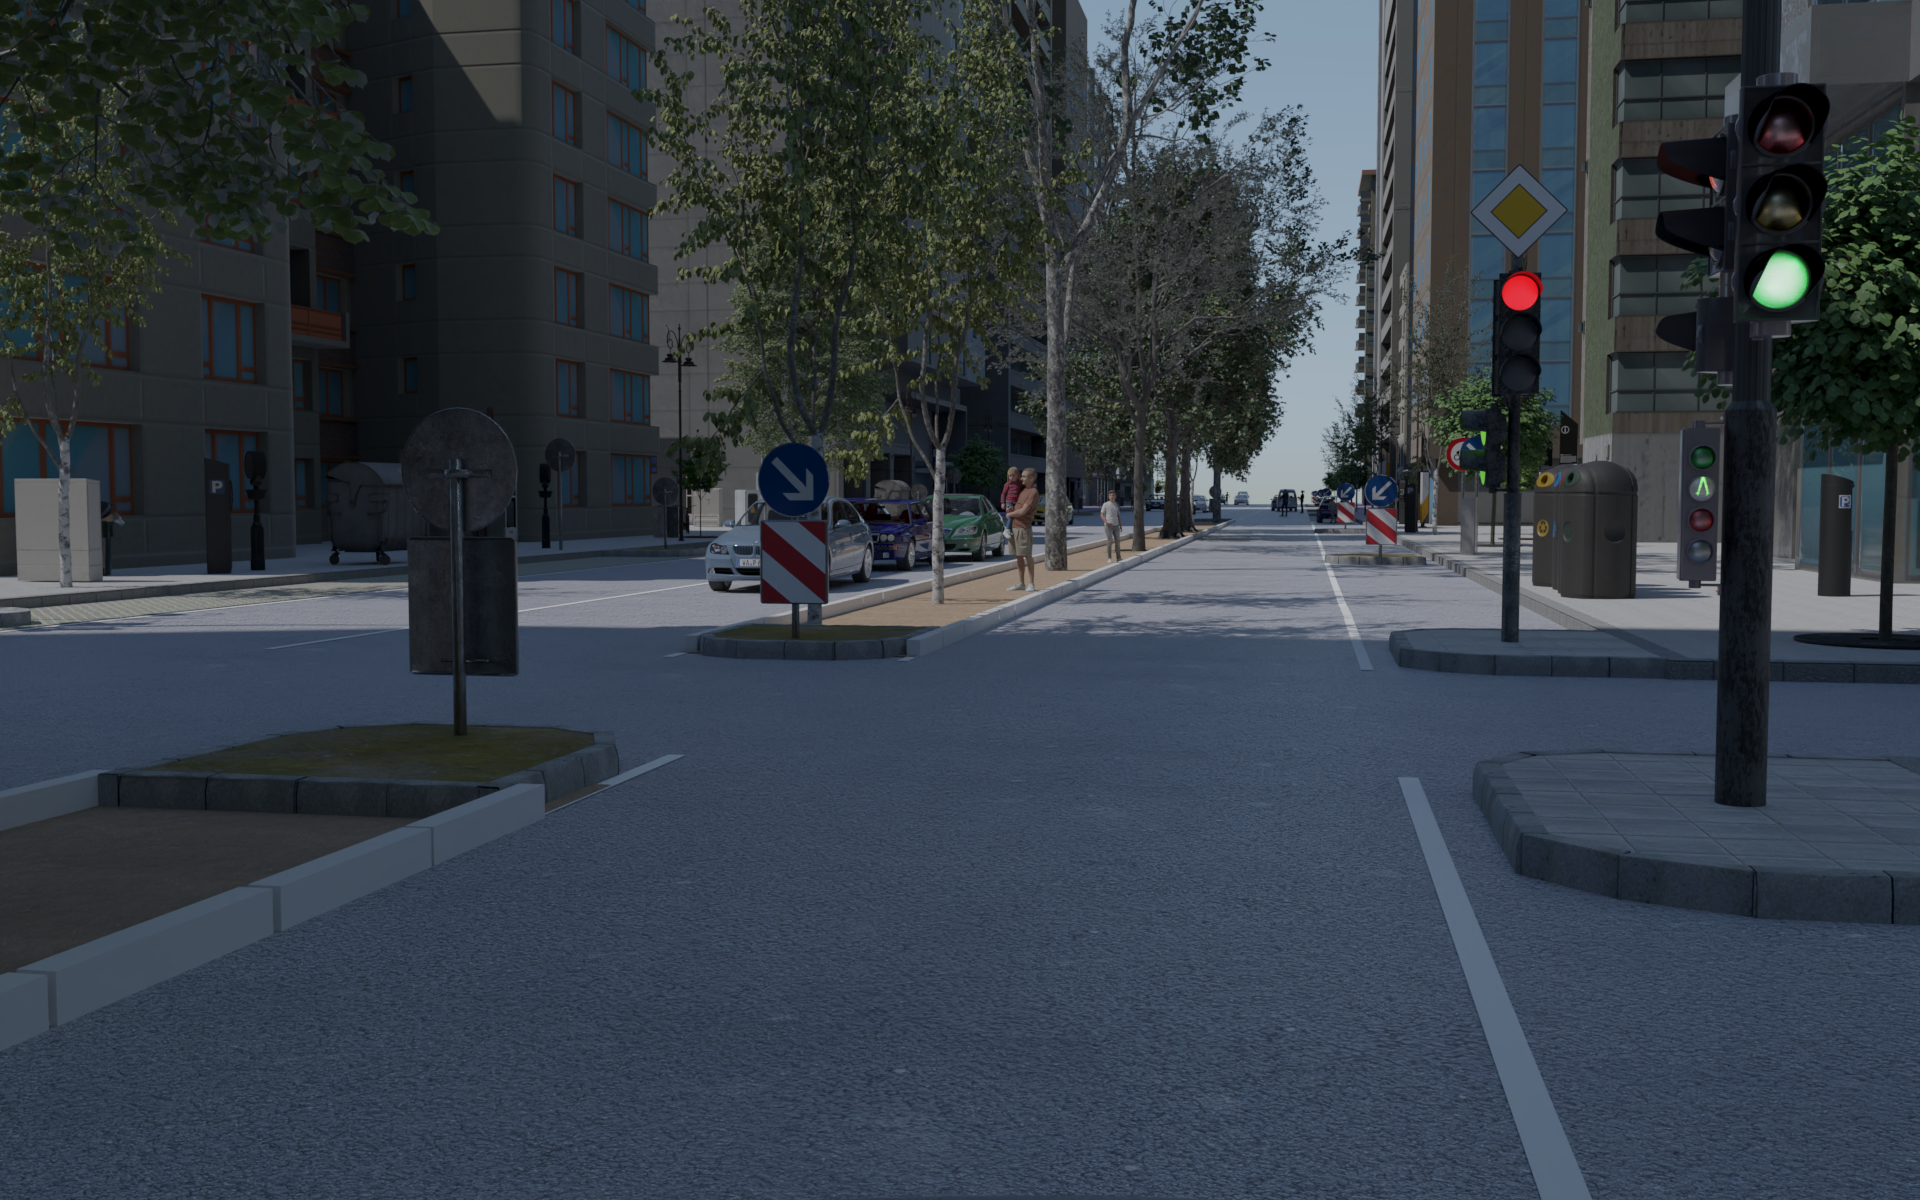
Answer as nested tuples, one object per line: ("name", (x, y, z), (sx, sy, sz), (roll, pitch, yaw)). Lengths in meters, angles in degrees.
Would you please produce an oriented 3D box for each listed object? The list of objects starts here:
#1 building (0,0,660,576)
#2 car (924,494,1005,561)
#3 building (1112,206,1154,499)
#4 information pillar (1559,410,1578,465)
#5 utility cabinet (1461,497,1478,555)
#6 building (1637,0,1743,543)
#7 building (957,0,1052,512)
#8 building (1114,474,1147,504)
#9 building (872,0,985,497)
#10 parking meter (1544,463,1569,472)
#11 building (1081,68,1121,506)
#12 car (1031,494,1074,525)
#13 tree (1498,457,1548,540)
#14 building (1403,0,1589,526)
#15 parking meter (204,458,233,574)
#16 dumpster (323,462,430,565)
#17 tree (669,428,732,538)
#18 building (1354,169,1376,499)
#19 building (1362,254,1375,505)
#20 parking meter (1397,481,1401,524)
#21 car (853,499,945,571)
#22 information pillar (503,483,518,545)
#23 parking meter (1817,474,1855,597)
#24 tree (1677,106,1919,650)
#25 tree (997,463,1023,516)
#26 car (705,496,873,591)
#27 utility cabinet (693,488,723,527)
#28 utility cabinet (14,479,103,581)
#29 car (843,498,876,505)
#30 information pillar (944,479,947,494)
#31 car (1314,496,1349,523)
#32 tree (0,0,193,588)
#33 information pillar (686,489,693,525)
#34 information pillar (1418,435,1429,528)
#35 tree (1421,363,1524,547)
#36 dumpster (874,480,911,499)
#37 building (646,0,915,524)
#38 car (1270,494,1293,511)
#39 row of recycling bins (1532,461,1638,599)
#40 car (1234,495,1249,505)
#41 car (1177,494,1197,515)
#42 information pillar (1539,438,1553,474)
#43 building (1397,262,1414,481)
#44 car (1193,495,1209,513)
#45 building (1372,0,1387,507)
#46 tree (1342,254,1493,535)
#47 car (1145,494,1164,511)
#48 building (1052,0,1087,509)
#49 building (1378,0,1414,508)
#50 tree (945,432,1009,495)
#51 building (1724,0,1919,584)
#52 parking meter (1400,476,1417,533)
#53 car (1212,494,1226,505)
("building", (-25.818, -12.085, 42.636), (27.650, 21.520, 28.899), (1, 4, 11))
("car", (-0.125, -1.634, 38.515), (2.131, 1.459, 4.920), (1, 4, 10))
("building", (19.408, -34.026, 239.912), (14.154, 41.232, 14.086), (1, 4, 11))
("information pillar", (16.833, -3.463, 47.976), (0.504, 3.616, 0.183), (2, 4, 27))
("utility cabinet", (10.877, -1.581, 37.014), (0.306, 1.237, 1.020), (1, 4, 19))
("building", (25.420, -17.041, 50.326), (14.160, 30.474, 14.107), (1, 4, 11))
("building", (-5.027, -31.136, 132.767), (21.300, 48.544, 21.600), (1, 4, 11))
("building", (7.360, -32.442, 222.304), (32.217, 40.220, 23.993), (1, 4, 11))
("building", (-13.510, -31.810, 109.333), (28.713, 52.752, 27.495), (1, 4, 11))
("parking meter", (11.178, -1.637, 32.474), (0.399, 1.863, 0.255), (3, 4, 38))
("building", (6.059, -35.167, 194.596), (23.786, 49.044, 30.456), (1, 4, 11))
("car", (4.241, -4.270, 80.044), (2.015, 1.641, 3.980), (1, 4, 10))
("tree", (15.629, -3.290, 48.399), (1.663, 3.219, 1.824), (0, 3, 0))
("building", (26.819, -25.903, 73.621), (14.600, 45.320, 14.200), (1, 4, 11))
("parking meter", (-11.922, -1.356, 27.886), (0.399, 1.863, 0.255), (-1, 4, -17))
("dumpster", (-10.719, -1.600, 31.922), (1.264, 1.857, 1.865), (1, 4, 11))
("tree", (-7.664, -3.440, 50.851), (1.663, 3.219, 1.824), (0, 3, 0))
("building", (63.379, -35.042, 227.566), (22.147, 44.769, 28.867), (1, 4, 11))
("building", (55.600, -26.665, 207.670), (14.160, 30.474, 14.107), (1, 4, 11))
("parking meter", (18.762, -4.138, 73.370), (0.255, 1.863, 0.399), (2, 4, 24))
("car", (-1.469, -1.292, 33.712), (1.945, 1.354, 3.894), (1, 4, 12))
("information pillar", (-11.101, -2.339, 42.734), (0.304, 2.012, 0.304), (-1, 4, -23))
("parking meter", (10.993, -0.815, 21.739), (0.372, 1.533, 0.369), (0, 3, 0))
("tree", (8.022, -1.897, 14.722), (4.285, 4.588, 4.351), (0, 3, 0))
("tree", (2.788, -6.664, 103.552), (1.663, 3.219, 1.824), (0, 3, 0))
("car", (-2.554, -0.916, 26.977), (2.014, 1.417, 4.499), (1, 4, 10))
("utility cabinet", (-9.813, -3.594, 67.446), (1.173, 1.500, 0.318), (2, 4, 24))
("utility cabinet", (-13.146, -1.015, 25.279), (1.173, 1.500, 0.318), (1, 4, 10))
("car", (-2.925, -1.955, 44.548), (1.945, 1.354, 3.894), (1, 4, 11))
("information pillar", (-0.823, -4.732, 81.865), (0.304, 2.012, 0.304), (-3, 4, -37))
("car", (18.760, -4.537, 86.764), (1.945, 1.354, 3.894), (1, 4, 10))
("tree", (-12.415, -4.488, 23.746), (4.737, 8.622, 4.395), (0, 3, 0))
("information pillar", (-11.132, -4.114, 71.753), (0.304, 2.012, 0.304), (1, 4, 22))
("information pillar", (17.759, -4.578, 66.212), (0.183, 3.616, 0.504), (3, 5, 44))
("tree", (13.040, -3.598, 42.534), (4.285, 4.588, 4.351), (0, 3, 0))
("dumpster", (-2.833, -4.064, 72.199), (1.264, 1.857, 1.865), (1, 4, 11))
("building", (-13.148, -39.444, 83.163), (20.563, 71.187, 20.611), (1, 4, 11))
("car", (27.479, -8.305, 147.790), (2.014, 1.417, 4.499), (1, 4, 12))
("row of recycling bins", (8.213, -0.956, 22.751), (1.069, 1.692, 3.534), (1, 4, 11))
("car", (36.802, -13.083, 226.271), (2.083, 1.381, 4.827), (1, 4, 12))
("car", (15.539, -6.782, 120.667), (2.009, 1.686, 4.222), (1, 4, 9))
("information pillar", (22.140, -4.536, 65.526), (0.504, 3.616, 0.183), (0, 4, -6))
("building", (45.735, -16.894, 121.255), (27.650, 21.520, 28.899), (1, 4, 11))
("car", (18.173, -7.411, 133.529), (2.083, 1.381, 4.827), (1, 4, 13))
("building", (55.241, -39.349, 185.360), (21.231, 58.520, 28.212), (1, 4, 11))
("tree", (15.050, -6.352, 54.210), (4.360, 8.622, 3.978), (0, 3, 0))
("car", (16.491, -8.268, 144.968), (2.009, 1.686, 4.222), (1, 4, 10))
("building", (3.185, -30.541, 149.463), (14.600, 45.320, 14.200), (1, 4, 11))
("building", (46.944, -31.937, 145.877), (21.300, 48.544, 21.600), (1, 4, 11))
("tree", (1.016, -6.529, 90.461), (4.285, 4.588, 4.351), (0, 3, 0))
("building", (27.893, -24.807, 25.210), (30.456, 49.044, 23.786), (1, 4, 11))
("parking meter", (14.989, -3.177, 57.662), (0.399, 1.863, 0.255), (2, 4, 26))
("car", (35.381, -13.850, 236.226), (2.009, 1.686, 4.222), (1, 4, 10))
